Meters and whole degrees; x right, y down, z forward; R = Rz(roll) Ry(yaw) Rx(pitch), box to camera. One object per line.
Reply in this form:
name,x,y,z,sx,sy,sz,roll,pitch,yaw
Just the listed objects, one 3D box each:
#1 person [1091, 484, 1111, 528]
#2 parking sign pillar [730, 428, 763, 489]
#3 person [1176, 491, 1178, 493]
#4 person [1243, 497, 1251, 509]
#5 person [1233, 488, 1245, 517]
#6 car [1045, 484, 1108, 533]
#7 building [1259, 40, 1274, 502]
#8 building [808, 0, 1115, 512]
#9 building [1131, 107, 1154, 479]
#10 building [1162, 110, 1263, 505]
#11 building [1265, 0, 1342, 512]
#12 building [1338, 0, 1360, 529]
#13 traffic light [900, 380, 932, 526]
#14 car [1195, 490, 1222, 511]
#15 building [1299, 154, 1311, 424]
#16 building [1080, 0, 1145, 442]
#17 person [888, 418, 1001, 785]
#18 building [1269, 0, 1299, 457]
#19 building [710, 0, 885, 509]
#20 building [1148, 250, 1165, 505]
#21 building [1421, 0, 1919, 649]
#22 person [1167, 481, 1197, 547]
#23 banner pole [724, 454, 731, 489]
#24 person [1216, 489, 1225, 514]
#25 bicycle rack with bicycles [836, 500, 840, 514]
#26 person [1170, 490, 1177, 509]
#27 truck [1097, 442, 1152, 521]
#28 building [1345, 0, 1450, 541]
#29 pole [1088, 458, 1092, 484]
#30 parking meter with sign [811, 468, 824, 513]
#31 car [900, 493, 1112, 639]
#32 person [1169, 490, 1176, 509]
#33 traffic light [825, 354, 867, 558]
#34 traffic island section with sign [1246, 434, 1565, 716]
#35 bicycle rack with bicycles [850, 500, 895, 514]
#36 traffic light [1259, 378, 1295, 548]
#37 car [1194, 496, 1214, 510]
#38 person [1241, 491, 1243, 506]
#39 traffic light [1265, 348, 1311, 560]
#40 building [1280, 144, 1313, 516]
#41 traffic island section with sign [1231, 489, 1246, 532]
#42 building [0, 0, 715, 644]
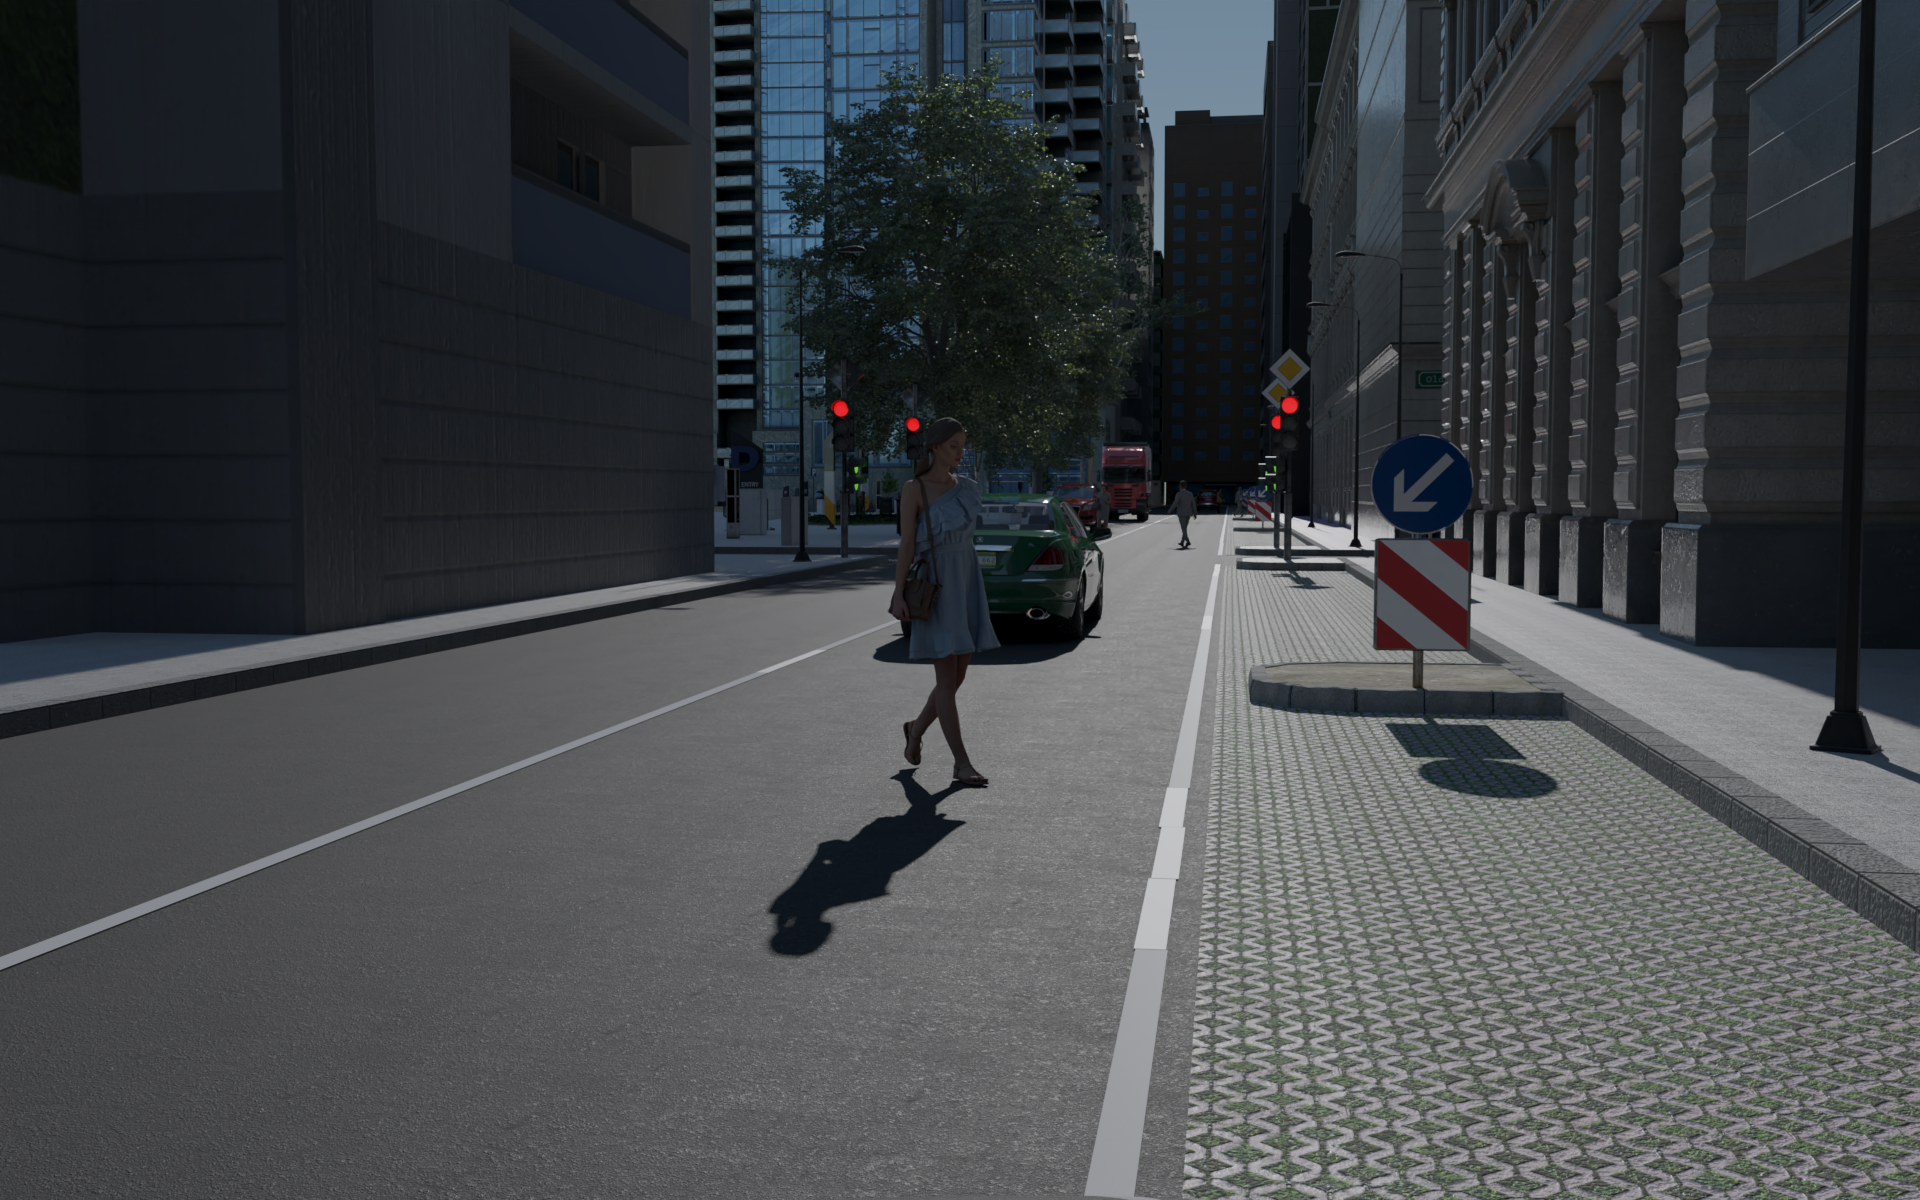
person,4.857,-3.123,59.912,0.716,1.782,0.532,1,4,20
parking sign pillar,-8.643,-4.998,70.194,1.447,3.967,1.447,0,4,2
person,21.246,-9.875,170.671,0.721,1.736,1.217,1,4,8
person,24.374,-8.549,148.285,1.348,1.824,0.705,-3,4,-39
person,17.500,-6.108,108.474,0.850,1.850,0.679,-1,4,-10
car,4.355,-3.428,64.717,2.281,1.827,5.304,1,4,11
building,41.849,-33.860,177.316,21.300,48.544,21.600,1,4,9
building,1.210,-50.137,132.416,22.319,86.520,31.000,1,4,9
building,13.679,-30.733,186.080,14.086,41.232,14.154,1,4,9
building,31.459,-33.927,204.819,14.200,45.320,14.600,1,4,9
building,33.530,-42.190,128.057,20.563,71.187,20.611,1,4,9
building,20.092,-14.136,67.276,11.583,22.565,21.152,1,4,9
traffic light,-1.085,-3.292,42.752,0.839,4.253,0.868,1,4,9
car,21.100,-8.468,147.117,2.281,1.827,5.304,1,4,8
building,23.570,-15.431,88.455,11.583,22.565,21.152,1,4,9
building,5.821,-33.289,163.883,23.786,49.044,30.456,1,4,9
person,-0.124,-0.008,8.720,0.616,1.811,0.778,-2,4,-35
building,38.123,-37.335,152.431,21.231,58.520,28.212,1,4,9
building,-23.380,-53.413,185.967,31.000,86.520,22.319,1,4,9
building,17.470,-26.650,207.420,14.107,30.474,14.160,1,4,9
building,12.330,-11.826,22.230,11.050,23.489,19.941,1,4,9
person,6.097,-2.349,47.176,0.678,1.792,0.850,-2,4,-25
banner pole,-14.521,-7.255,108.639,0.863,3.779,0.401,3,5,43
person,18.437,-6.993,122.931,0.705,1.812,1.348,-1,4,-13
bicycle rack with bicycles,-7.666,-5.933,110.384,2.925,0.926,2.852,2,4,30
person,20.423,-9.512,164.037,1.348,1.821,0.705,2,4,33
truck,9.208,-6.532,95.708,2.839,4.237,11.283,0,4,7
building,32.811,-16.419,44.862,44.131,29.872,17.030,1,4,9
pole,7.119,-6.165,94.641,0.158,3.312,0.155,0,3,0
parking meter with sign,-9.152,-7.354,116.496,1.738,3.016,0.543,2,4,28
car,0.533,-0.420,18.659,2.131,1.459,4.920,1,4,9
person,20.737,-9.762,168.113,0.705,1.822,1.348,2,4,35
traffic light,-2.315,-2.810,34.862,0.839,4.253,0.868,1,4,9
traffic island section with sign,3.048,-0.217,12.174,1.989,1.847,2.006,1,4,9
bicycle rack with bicycles,-4.985,-5.468,102.790,2.925,0.926,2.852,1,4,11
traffic light,7.574,-3.211,41.423,0.839,4.253,0.868,1,4,9
car,22.110,-9.078,157.213,1.959,1.807,4.718,1,4,10
person,26.945,-9.531,165.051,1.217,1.743,0.721,3,4,38
traffic light,6.344,-2.729,33.533,0.839,4.253,0.868,1,4,9
building,26.327,-16.942,106.683,12.332,23.373,15.834,1,4,9
traffic island section with sign,11.440,-3.512,66.056,1.989,1.847,2.006,1,4,9
building,-18.572,-29.511,24.511,28.212,58.520,21.231,1,4,9
